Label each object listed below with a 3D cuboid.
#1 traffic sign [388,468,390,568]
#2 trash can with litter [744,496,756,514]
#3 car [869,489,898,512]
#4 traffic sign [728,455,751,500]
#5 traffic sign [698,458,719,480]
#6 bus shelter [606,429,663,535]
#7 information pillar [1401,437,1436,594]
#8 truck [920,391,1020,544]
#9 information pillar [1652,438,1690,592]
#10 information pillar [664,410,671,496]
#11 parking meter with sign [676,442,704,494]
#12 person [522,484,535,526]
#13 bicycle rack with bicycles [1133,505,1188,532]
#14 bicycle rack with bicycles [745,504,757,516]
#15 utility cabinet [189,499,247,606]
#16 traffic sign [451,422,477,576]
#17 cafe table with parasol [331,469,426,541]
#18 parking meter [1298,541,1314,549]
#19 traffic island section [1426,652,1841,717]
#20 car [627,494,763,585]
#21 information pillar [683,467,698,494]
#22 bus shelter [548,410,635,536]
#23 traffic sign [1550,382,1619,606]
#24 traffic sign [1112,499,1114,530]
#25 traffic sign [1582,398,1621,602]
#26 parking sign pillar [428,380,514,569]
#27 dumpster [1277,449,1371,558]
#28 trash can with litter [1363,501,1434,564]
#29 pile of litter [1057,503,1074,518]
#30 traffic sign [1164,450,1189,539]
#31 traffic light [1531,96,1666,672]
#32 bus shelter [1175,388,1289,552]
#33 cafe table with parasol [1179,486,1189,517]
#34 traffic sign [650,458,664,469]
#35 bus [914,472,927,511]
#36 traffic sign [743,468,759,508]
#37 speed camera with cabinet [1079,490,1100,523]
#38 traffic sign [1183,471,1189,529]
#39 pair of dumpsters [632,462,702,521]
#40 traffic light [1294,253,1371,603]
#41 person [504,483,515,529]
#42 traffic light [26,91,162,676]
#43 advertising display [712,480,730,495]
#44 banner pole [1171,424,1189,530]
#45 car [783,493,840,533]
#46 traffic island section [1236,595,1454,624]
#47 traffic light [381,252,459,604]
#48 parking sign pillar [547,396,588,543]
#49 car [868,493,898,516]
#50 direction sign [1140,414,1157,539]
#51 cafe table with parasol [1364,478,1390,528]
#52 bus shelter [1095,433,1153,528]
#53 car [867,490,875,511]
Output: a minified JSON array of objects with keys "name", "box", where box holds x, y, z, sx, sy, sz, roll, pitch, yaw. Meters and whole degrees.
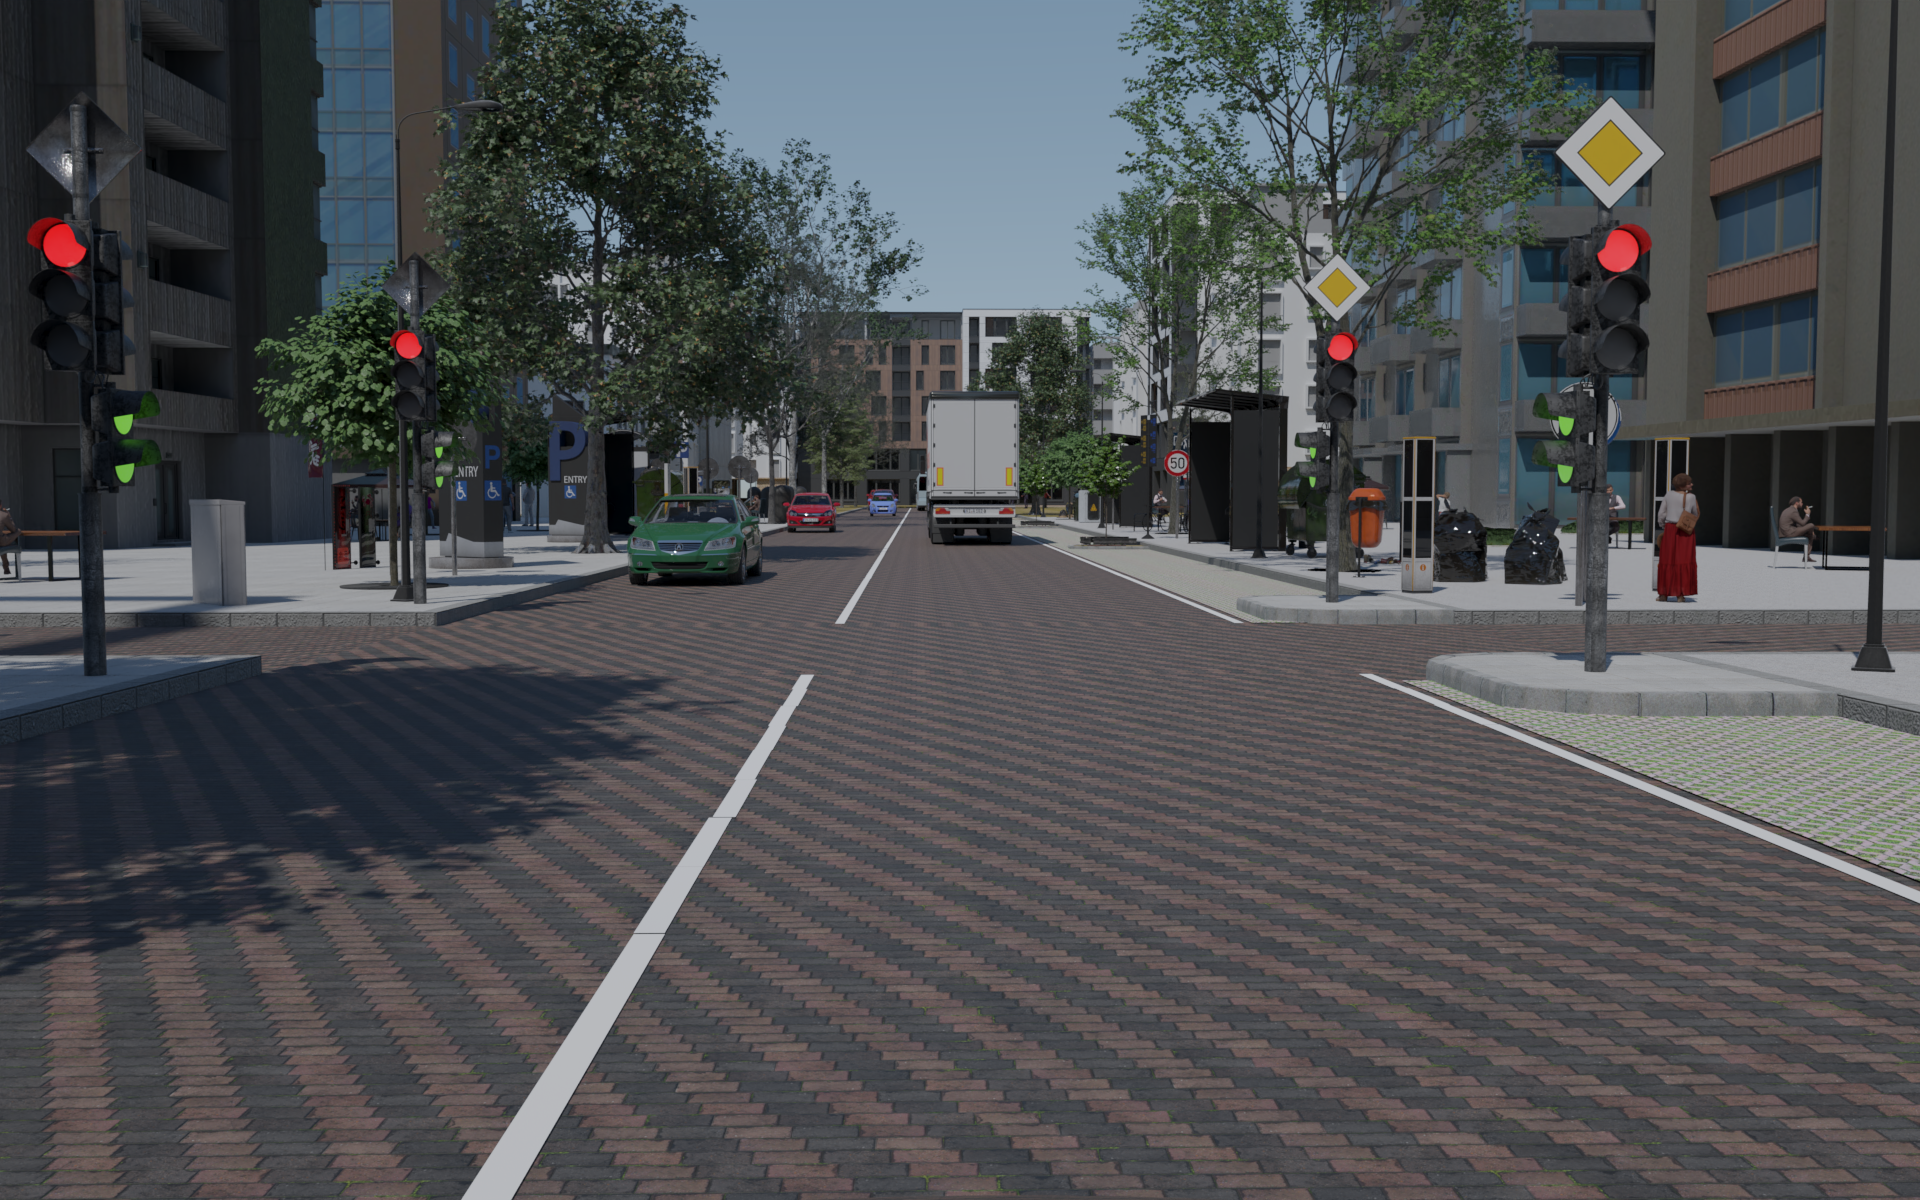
[{"name":"traffic sign","box":[-8.963,-1.661,27.263,0.768,2.556,0.104,0,4,3]},{"name":"trash can with litter","box":[-10.498,-4.483,84.681,1.055,1.170,0.624,-1,4,-16]},{"name":"car","box":[-6.007,-7.820,136.534,2.281,1.827,5.304,0,4,-1]},{"name":"traffic sign","box":[-7.282,-3.491,57.188,0.768,2.556,0.104,0,4,3]},{"name":"traffic sign","box":[-8.812,-3.700,60.608,0.768,2.556,0.104,0,4,6]},{"name":"bus shelter","box":[-10.600,-3.858,57.006,2.014,3.302,5.546,0,4,-1]},{"name":"information pillar","box":[5.921,-1.094,22.385,0.304,2.012,0.304,-1,4,-15]},{"name":"truck","box":[0.226,-3.908,52.804,2.839,4.237,11.283,0,4,-2]},{"name":"information pillar","box":[9.310,-1.114,22.703,0.304,2.012,0.304,-1,4,-15]},{"name":"information pillar","box":[-7.956,-3.412,47.135,0.183,3.616,0.504,0,3,0]},{"name":"parking meter with sign","box":[-8.789,-3.715,57.007,0.543,3.016,1.738,-3,4,-36]},{"name":"person","box":[-17.157,-3.831,68.821,0.789,1.805,0.875,2,4,32]},{"name":"bicycle rack with bicycles","box":[7.369,-2.813,59.378,2.852,0.926,2.925,2,4,35]},{"name":"bicycle rack with bicycles","box":[-9.845,-3.383,68.687,2.852,0.926,2.925,0,4,7]},{"name":"utility cabinet","box":[-8.667,-0.556,20.255,0.306,1.237,1.020,-3,5,-42]},{"name":"traffic sign","box":[-7.952,-1.656,27.185,0.768,2.556,0.104,0,4,6]},{"name":"cafe table with parasol","box":[-15.828,-2.604,47.440,2.610,1.966,2.610,-1,4,-20]},{"name":"parking meter","box":[8.192,-1.988,40.912,0.372,1.533,0.369,0,3,0]},{"name":"traffic island section","box":[4.613,0.597,12.524,2.009,0.180,2.903,0,4,-1]},{"name":"car","box":[-4.360,-1.049,28.955,2.131,1.459,4.920,0,4,-1]},{"name":"information pillar","box":[-7.243,-2.579,46.653,0.304,2.012,0.304,-2,4,-34]},{"name":"bus shelter","box":[-10.483,-3.616,50.412,1.731,3.624,6.357,0,4,-1]},{"name":"traffic sign","box":[7.094,-1.203,19.781,0.768,2.556,0.104,0,4,4]},{"name":"traffic sign","box":[5.512,-3.683,62.349,0.606,2.300,0.079,0,4,5]},{"name":"traffic sign","box":[7.418,-1.249,20.534,0.768,2.556,0.104,0,4,0]},{"name":"parking sign pillar","box":[-8.538,-2.550,30.163,1.447,3.967,1.447,3,4,39]},{"name":"dumpster","box":[7.395,-2.002,35.225,1.502,2.255,1.985,0,4,-2]},{"name":"trash can with litter","box":[8.138,-1.290,32.145,1.678,1.210,2.233,-3,4,-38]},{"name":"pile of litter","box":[6.049,-4.876,93.692,1.719,0.858,1.176,0,4,-3]},{"name":"traffic sign","box":[6.252,-3.042,49.850,0.768,2.556,0.104,0,4,5]},{"name":"traffic light","box":[4.573,-1.437,12.409,0.839,4.253,0.868,0,4,-1]},{"name":"bus shelter","box":[6.466,-3.080,41.642,1.731,3.624,6.357,0,4,-1]},{"name":"cafe table with parasol","box":[11.779,-4.910,85.148,2.610,1.966,2.610,2,4,25]},{"name":"traffic sign","box":[-10.576,-3.722,60.961,0.768,2.556,0.104,0,4,6]},{"name":"bus","box":[-2.495,-9.505,150.264,2.948,3.499,13.247,0,4,-2]},{"name":"traffic sign","box":[-10.006,-5.060,82.834,0.768,2.556,0.104,0,4,2]},{"name":"speed camera with cabinet","box":[6.340,-5.099,77.698,2.038,3.252,0.660,-2,4,-27]},{"name":"traffic sign","box":[8.204,-3.859,63.099,0.884,2.594,0.081,0,4,2]},{"name":"pair of dumpsters","box":[-8.546,-2.943,50.605,1.574,2.255,4.437,0,4,-2]},{"name":"traffic light","box":[4.386,-1.925,20.392,0.839,4.253,0.868,0,4,-1]},{"name":"person","box":[-16.754,-3.490,63.830,0.841,1.734,0.376,3,5,44]},{"name":"traffic light","box":[-6.105,-1.420,12.144,0.839,4.253,0.868,0,4,-1]},{"name":"advertising display","box":[-11.055,-4.583,80.147,0.974,1.923,0.123,-3,5,-44]},{"name":"banner pole","box":[8.193,-4.558,64.544,0.863,3.779,0.401,1,4,17]},{"name":"car","box":[-5.604,-3.462,65.648,2.155,1.783,4.494,0,4,-3]},{"name":"traffic island section","box":[4.426,0.109,20.507,2.009,0.180,2.903,0,4,-1]},{"name":"traffic light","box":[-6.292,-1.909,20.127,0.839,4.253,0.868,0,4,-1]},{"name":"parking sign pillar","box":[-10.316,-3.533,46.238,1.447,3.967,1.447,1,4,17]},{"name":"car","box":[-4.993,-6.271,112.119,1.945,1.707,3.694,0,4,-3]},{"name":"direction sign","box":[5.380,-3.516,49.481,0.379,3.537,0.876,-2,4,-24]},{"name":"cafe table with parasol","box":[14.666,-3.561,63.087,2.610,1.966,2.610,-1,4,-19]},{"name":"bus shelter","box":[6.536,-4.772,69.307,1.731,3.624,6.357,0,4,-1]},{"name":"car","box":[-6.985,-8.677,150.544,2.281,1.827,5.304,0,4,-3]}]
